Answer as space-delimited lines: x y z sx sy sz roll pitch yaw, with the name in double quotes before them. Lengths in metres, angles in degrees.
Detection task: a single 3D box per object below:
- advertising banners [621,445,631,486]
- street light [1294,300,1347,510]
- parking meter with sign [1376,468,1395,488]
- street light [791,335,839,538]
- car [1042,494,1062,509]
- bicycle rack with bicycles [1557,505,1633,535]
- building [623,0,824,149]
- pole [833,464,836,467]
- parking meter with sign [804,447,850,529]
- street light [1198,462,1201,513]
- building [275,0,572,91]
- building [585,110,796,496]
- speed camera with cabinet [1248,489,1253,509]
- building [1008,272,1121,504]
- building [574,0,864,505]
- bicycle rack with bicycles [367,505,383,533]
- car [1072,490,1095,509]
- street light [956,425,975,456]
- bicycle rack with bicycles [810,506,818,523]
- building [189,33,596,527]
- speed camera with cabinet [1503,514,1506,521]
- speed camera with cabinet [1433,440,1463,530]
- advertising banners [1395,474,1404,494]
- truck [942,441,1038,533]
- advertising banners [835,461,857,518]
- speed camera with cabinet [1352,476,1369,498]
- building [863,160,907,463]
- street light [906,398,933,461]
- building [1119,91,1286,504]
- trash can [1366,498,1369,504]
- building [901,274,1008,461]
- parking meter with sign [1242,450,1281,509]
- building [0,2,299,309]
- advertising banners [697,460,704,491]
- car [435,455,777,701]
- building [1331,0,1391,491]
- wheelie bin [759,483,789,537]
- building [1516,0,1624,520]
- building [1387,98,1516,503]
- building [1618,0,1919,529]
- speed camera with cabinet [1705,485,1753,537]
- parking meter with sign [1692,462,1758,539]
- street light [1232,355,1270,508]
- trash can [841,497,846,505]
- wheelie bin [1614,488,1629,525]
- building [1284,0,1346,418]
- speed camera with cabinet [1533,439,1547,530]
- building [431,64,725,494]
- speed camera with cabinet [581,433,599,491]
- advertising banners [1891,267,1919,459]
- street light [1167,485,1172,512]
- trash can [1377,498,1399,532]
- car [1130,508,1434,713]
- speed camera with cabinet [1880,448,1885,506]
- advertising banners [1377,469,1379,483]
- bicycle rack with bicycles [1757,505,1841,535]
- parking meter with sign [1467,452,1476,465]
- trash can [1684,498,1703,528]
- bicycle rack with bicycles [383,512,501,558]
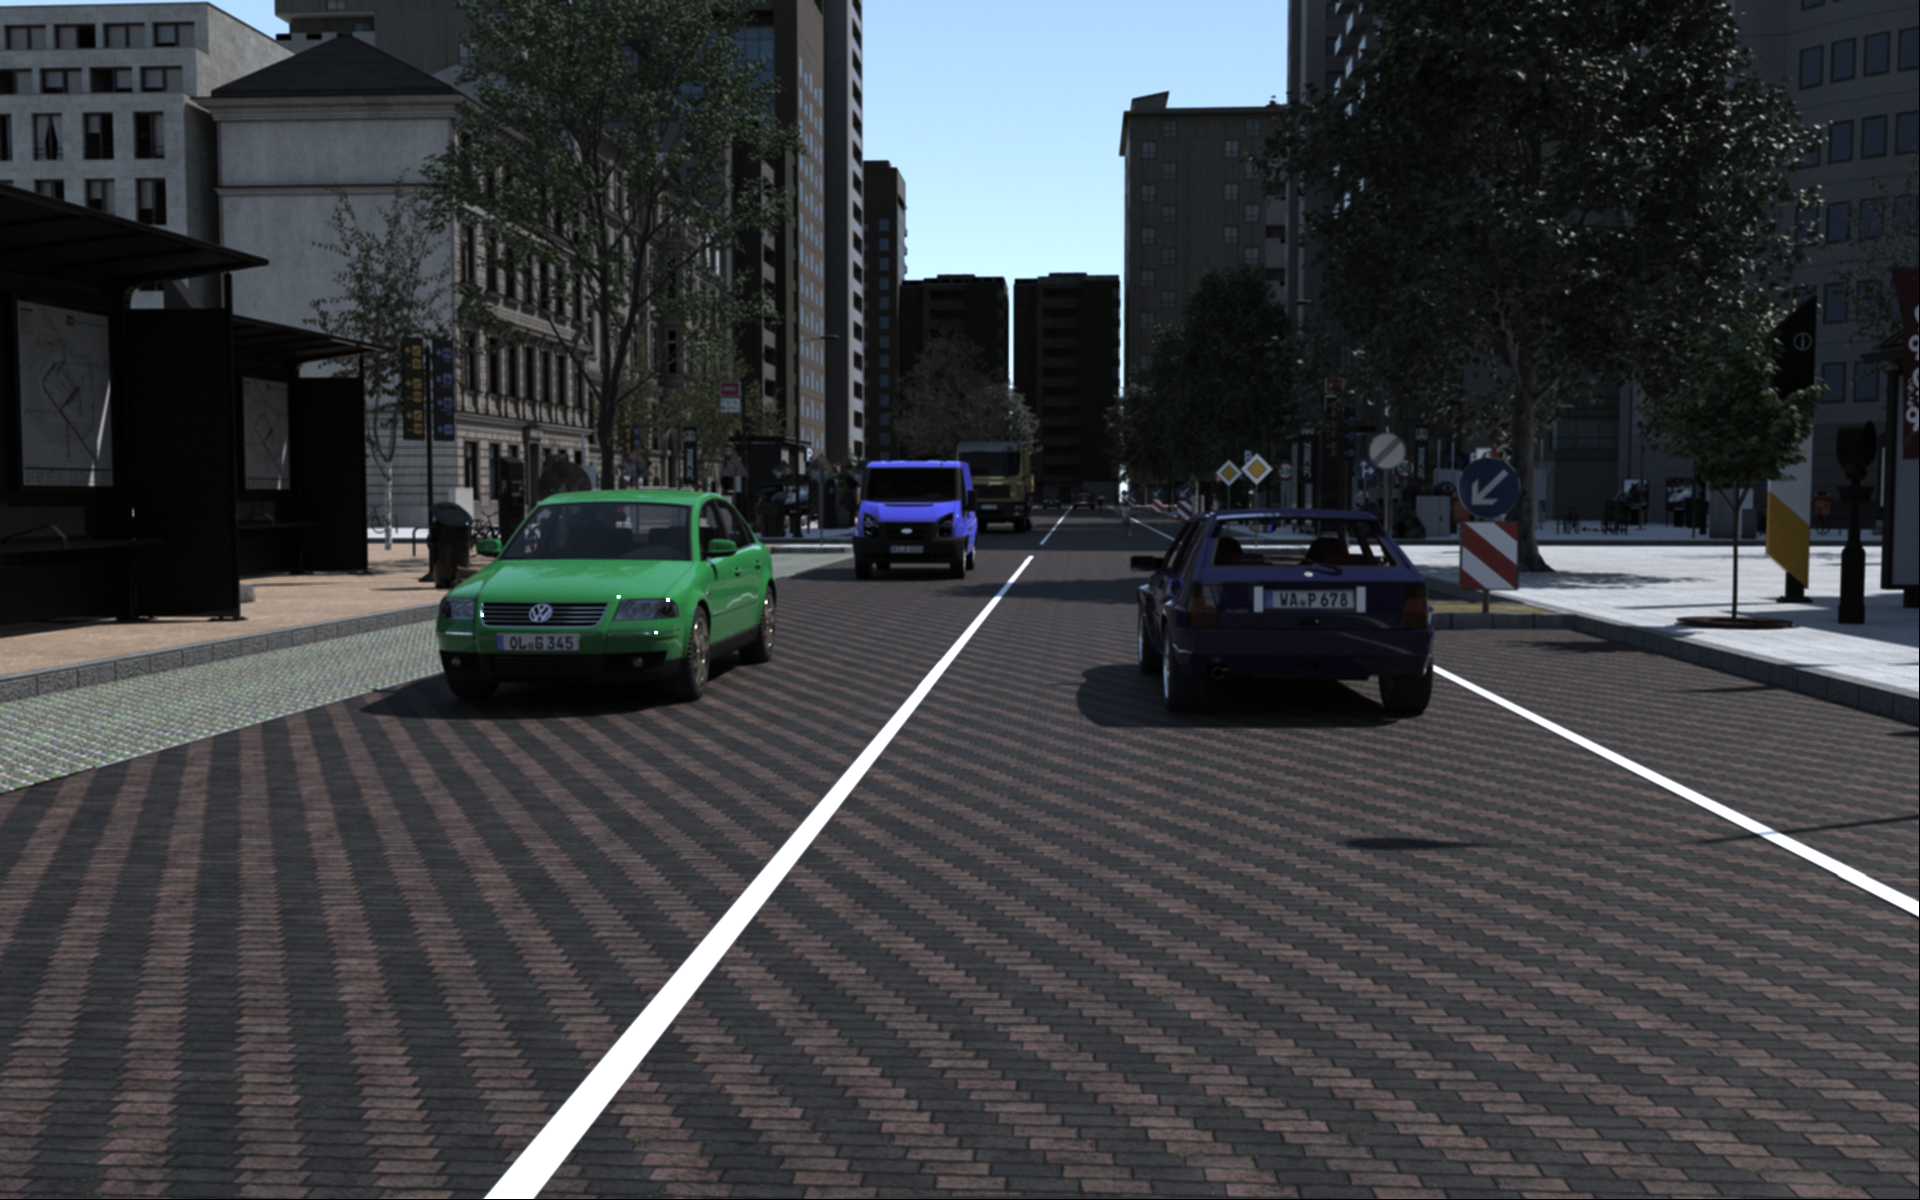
"advertising banners" -12.558 -4.022 61.950 2.074 3.025 0.090 1 4 18
"street light" 8.693 -4.221 41.550 1.470 5.913 1.316 0 4 4
"parking meter with sign" 26.889 -6.979 110.366 1.738 3.016 0.543 -1 4 -8
"street light" -4.243 -4.788 50.827 1.470 5.913 1.316 0 4 4
"car" 9.124 -9.894 171.553 2.009 1.686 4.222 0 4 6
"bicycle rack with bicycles" 20.377 -2.580 55.565 2.852 0.926 2.925 2 4 27
"building" -19.492 -30.444 147.863 14.600 45.320 14.200 0 4 4
"pole" -8.551 -7.580 117.774 0.158 3.312 0.155 0 3 0
"parking meter with sign" -4.916 -4.174 64.512 1.738 3.016 0.543 2 4 25
"street light" 12.143 -7.282 91.608 1.470 5.913 1.316 0 4 4
"building" -52.890 -35.943 176.899 27.495 52.752 28.713 0 4 4
"building" -20.796 -22.174 134.246 14.160 30.474 14.107 0 4 4
"speed camera with cabinet" 16.985 -6.540 101.270 0.660 3.252 2.038 2 4 34
"building" 14.065 -27.969 228.996 14.107 30.474 14.160 0 4 4
"building" -24.432 -38.918 178.305 28.212 58.520 21.231 0 4 4
"bicycle rack with bicycles" -19.903 -2.636 56.481 2.852 0.926 2.925 2 4 30
"car" 11.918 -9.675 166.862 2.281 1.827 5.304 0 4 2
"street light" 0.287 -8.786 116.191 1.470 5.913 1.316 0 4 4
"bicycle rack with bicycles" -6.371 -3.814 75.736 2.925 0.926 2.852 0 4 -6
"building" -23.209 -12.877 75.159 10.561 19.102 19.286 0 4 4
"speed camera with cabinet" 19.045 -4.086 61.137 2.038 3.252 0.660 -2 4 -32
"speed camera with cabinet" 17.606 -4.158 62.319 0.660 3.252 2.038 0 4 -1
"advertising banners" 21.250 -5.273 82.409 2.074 3.025 0.090 -3 4 -39
"truck" 1.365 -4.295 66.142 3.469 3.379 9.791 0 4 5
"advertising banners" -6.095 -5.967 93.747 0.090 3.025 2.074 2 4 35
"speed camera with cabinet" 20.785 -5.798 89.139 2.038 3.252 0.660 0 4 6
"building" -14.702 -35.574 231.753 14.200 45.320 14.600 0 4 4
"street light" -2.007 -6.787 83.511 1.470 5.913 1.316 0 4 4
"building" 35.510 -39.478 234.703 27.495 52.752 28.713 0 4 4
"trash can" 14.970 -3.120 62.665 0.748 1.137 0.748 0 3 0
"building" -0.618 -28.075 230.721 14.107 30.474 14.160 0 4 4
"parking meter with sign" 11.838 -4.374 67.783 0.543 3.016 1.738 -3 4 -37
"building" -37.305 -13.255 71.479 16.860 20.320 10.420 0 4 4
"advertising banners" -13.865 -5.673 88.947 2.074 3.025 0.090 2 4 35
"car" -2.583 -0.286 13.469 1.959 1.807 4.718 0 4 3
"building" 42.328 -31.772 139.088 23.786 49.044 30.456 0 4 4
"wheelie bin" -5.558 -2.665 51.488 0.980 1.594 0.693 1 4 14
"building" 36.359 -24.819 89.381 14.154 41.232 14.086 0 4 4
"building" 35.709 -21.068 116.163 14.160 30.474 14.107 0 4 4
"building" 44.217 -32.282 69.814 28.212 58.520 21.231 0 4 4
"speed camera with cabinet" 23.505 -3.582 52.897 0.660 3.252 2.038 0 4 -1
"parking meter with sign" 22.020 -3.278 49.849 1.738 3.016 0.543 3 4 36
"street light" 9.749 -5.211 57.748 1.470 5.913 1.316 0 4 4
"trash can" -5.838 -4.763 89.530 0.748 1.137 0.748 0 3 0
"wheelie bin" 28.032 -3.989 73.126 0.693 1.594 0.980 0 4 5
"building" 42.608 -38.395 169.758 21.231 58.520 28.212 0 4 4
"speed camera with cabinet" 20.817 -4.207 63.128 0.660 3.252 2.038 0 4 4
"building" -22.694 -17.302 101.973 14.460 24.649 34.723 0 4 4
"speed camera with cabinet" -11.985 -3.760 55.814 0.660 3.252 2.038 -1 4 -10
"advertising banners" 8.219 -1.049 13.343 2.074 3.025 0.090 0 4 7
"street light" 14.506 -9.281 124.283 1.470 5.913 1.316 0 4 4
"trash can" 13.847 -2.714 56.035 0.748 1.137 0.748 0 3 0
"car" 2.256 -0.008 12.718 1.945 1.354 3.894 0 4 2
"speed camera with cabinet" 18.212 -2.313 32.161 2.038 3.252 0.660 0 4 -8
"advertising banners" 28.619 -7.548 119.593 0.090 3.025 2.074 0 4 -3
"bicycle rack with bicycles" 26.187 -2.524 54.643 2.925 0.926 2.852 -2 4 -29
"parking meter with sign" 21.185 -4.671 72.624 0.543 3.016 1.738 0 4 -8
"trash can" 27.788 -3.300 65.600 0.748 1.137 0.748 0 3 0
"bicycle rack with bicycles" -9.786 -1.357 35.566 2.925 0.926 2.852 -3 5 -41
